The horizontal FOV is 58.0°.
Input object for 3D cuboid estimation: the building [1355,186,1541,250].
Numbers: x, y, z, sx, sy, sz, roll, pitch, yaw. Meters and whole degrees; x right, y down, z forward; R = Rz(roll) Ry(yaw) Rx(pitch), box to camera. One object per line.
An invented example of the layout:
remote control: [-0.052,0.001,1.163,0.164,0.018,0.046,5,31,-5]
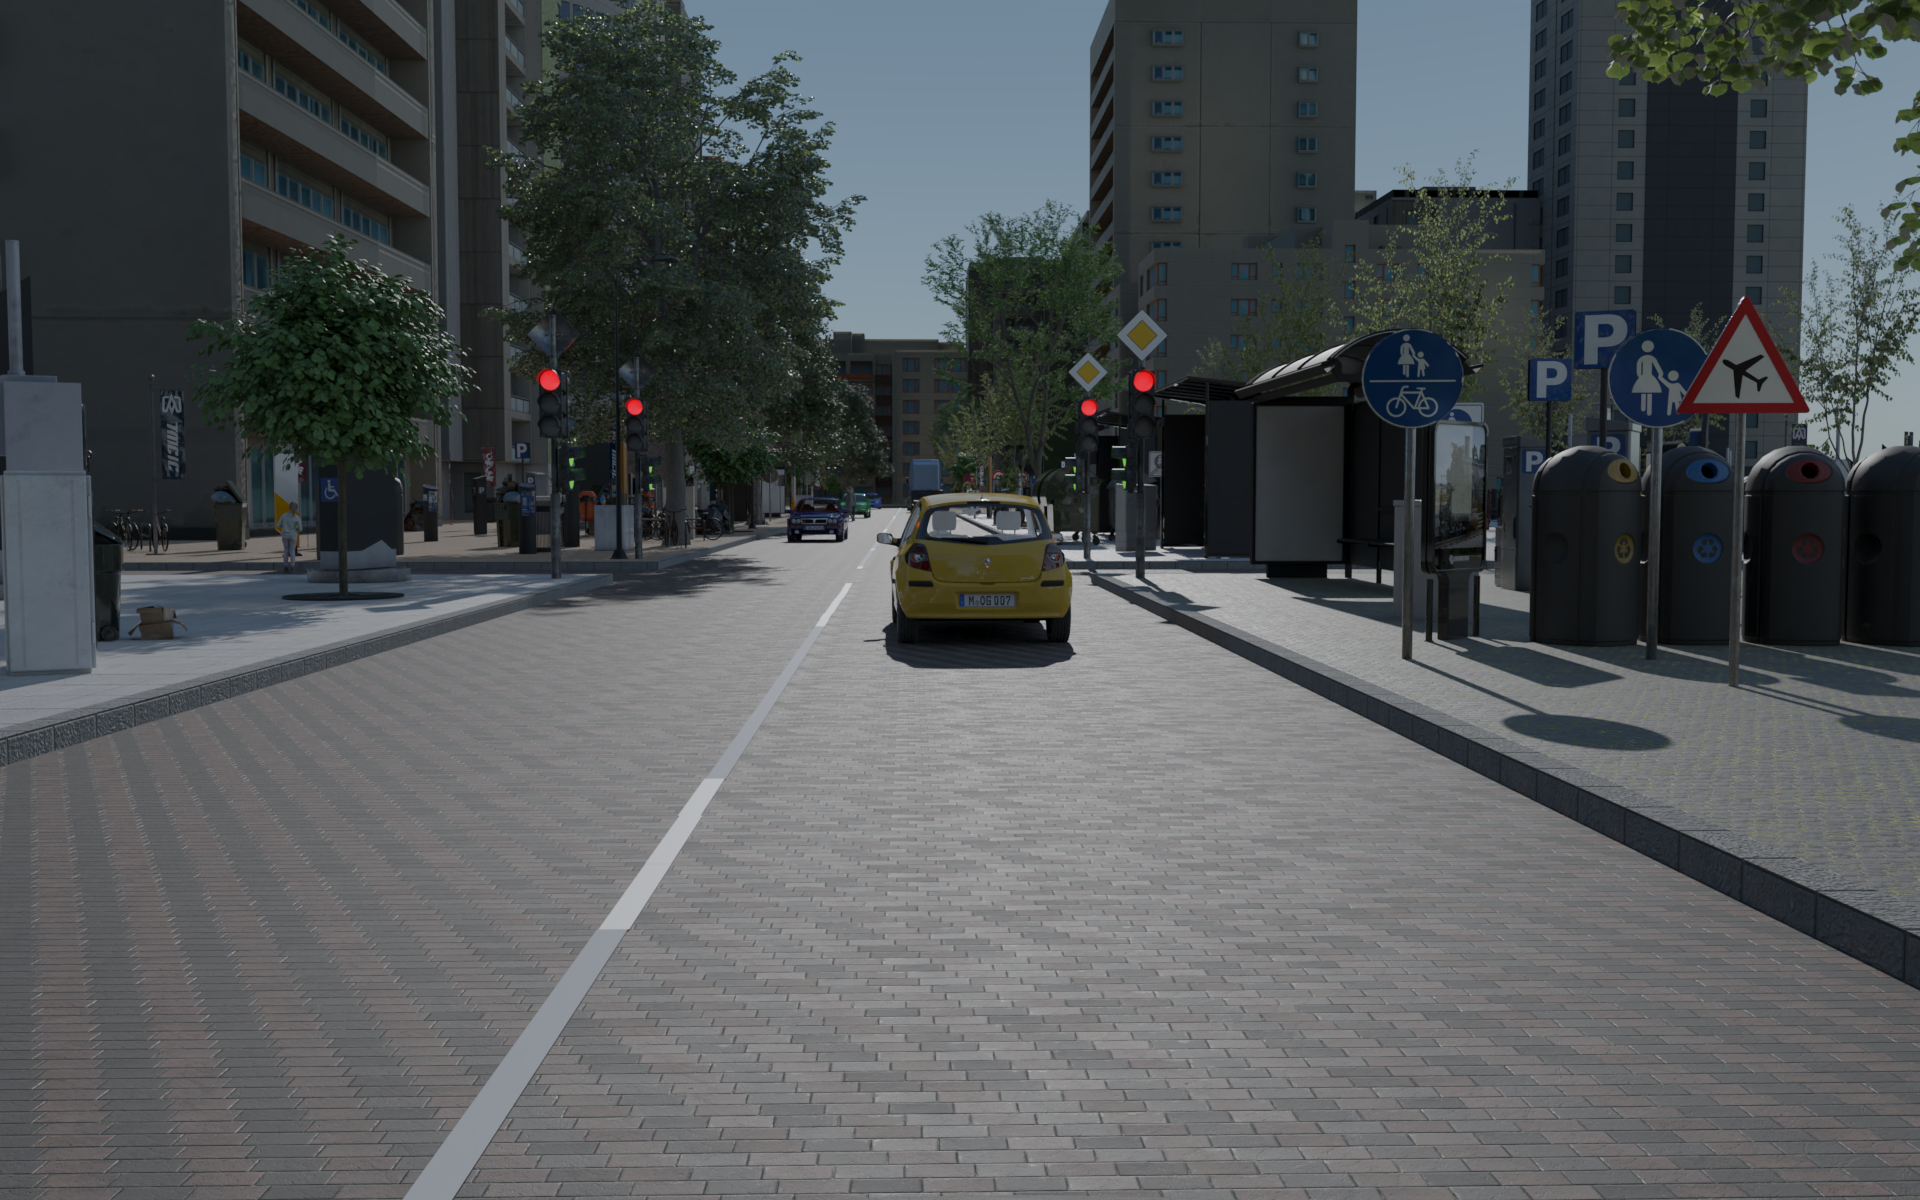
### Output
building: [46.288,-24.153,166.603,14.107,30.474,14.160,0,4,-2]

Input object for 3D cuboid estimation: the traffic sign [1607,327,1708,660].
traffic sign: [5.363,-0.810,13.356,0.768,2.556,0.104,0,4,8]

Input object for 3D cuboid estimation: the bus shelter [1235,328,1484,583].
bus shelter: [5.312,-1.838,23.977,2.014,3.302,5.546,0,4,-2]

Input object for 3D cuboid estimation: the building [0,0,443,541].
building: [-30.912,-26.475,56.575,21.300,48.544,21.600,0,4,-2]

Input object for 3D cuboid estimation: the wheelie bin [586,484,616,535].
wheelie bin: [-11.238,-2.816,53.951,0.980,1.594,0.693,3,5,42]

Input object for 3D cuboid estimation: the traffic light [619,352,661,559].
traffic light: [-6.341,-2.767,34.165,0.839,4.253,0.868,0,4,-2]

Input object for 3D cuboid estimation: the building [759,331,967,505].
building: [-13.947,-22.991,220.937,28.899,21.520,27.650,0,4,-2]

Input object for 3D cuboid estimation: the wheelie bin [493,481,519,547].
wheelie bin: [-10.924,-2.096,42.170,0.980,1.594,0.693,3,5,42]

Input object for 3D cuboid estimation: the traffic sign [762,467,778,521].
traffic sign: [-8.887,-4.952,81.068,0.768,2.556,0.104,0,4,2]

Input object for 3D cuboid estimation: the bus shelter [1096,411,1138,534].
bus shelter: [4.912,-3.723,52.146,1.731,3.624,6.357,0,4,-2]

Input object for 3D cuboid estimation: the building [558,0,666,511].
building: [-33.306,-35.495,122.343,21.231,58.520,28.212,0,4,-2]

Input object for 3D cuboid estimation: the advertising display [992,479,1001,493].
advertising display: [1.549,-4.153,73.119,0.123,1.923,0.974,-1,4,-15]

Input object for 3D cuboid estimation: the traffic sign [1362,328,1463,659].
traffic sign: [3.481,-0.814,13.410,0.768,2.556,0.104,0,4,5]

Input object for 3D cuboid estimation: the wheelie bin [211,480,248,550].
wheelie bin: [-16.740,-1.944,39.692,0.693,1.594,0.980,-1,4,-13]

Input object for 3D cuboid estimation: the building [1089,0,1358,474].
building: [23.703,-32.861,160.985,21.300,48.544,21.600,0,4,-2]

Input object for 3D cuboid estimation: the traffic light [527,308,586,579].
traffic light: [-6.112,-2.279,26.184,0.839,4.253,0.868,0,4,-2]

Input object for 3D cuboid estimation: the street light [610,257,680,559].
street light: [-6.192,-3.763,34.061,1.470,5.913,1.316,0,4,-2]

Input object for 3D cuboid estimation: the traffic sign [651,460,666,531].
traffic sign: [-10.707,-3.720,60.930,0.768,2.556,0.104,0,4,5]

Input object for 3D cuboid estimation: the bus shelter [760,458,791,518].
bus shelter: [-10.372,-6.307,97.045,2.014,3.302,5.546,0,4,-1]

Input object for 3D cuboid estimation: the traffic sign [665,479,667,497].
traffic sign: [-10.841,-3.916,64.127,0.768,2.556,0.104,0,4,1]

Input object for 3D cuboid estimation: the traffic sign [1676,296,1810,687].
traffic sign: [5.161,-0.702,11.484,0.884,2.594,0.081,0,4,-1]

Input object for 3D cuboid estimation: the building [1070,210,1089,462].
building: [26.593,-32.518,223.552,23.993,40.220,32.217,0,4,-2]

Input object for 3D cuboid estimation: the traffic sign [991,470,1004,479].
traffic sign: [2.074,-5.679,92.963,0.768,2.556,0.104,0,4,4]

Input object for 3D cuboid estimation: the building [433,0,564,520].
building: [-28.493,-24.705,87.529,14.154,41.232,14.086,0,4,-2]

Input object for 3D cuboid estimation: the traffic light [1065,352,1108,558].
traffic light: [2.516,-2.784,34.434,0.839,4.253,0.868,0,4,-2]

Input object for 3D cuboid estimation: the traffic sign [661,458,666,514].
traffic sign: [-10.565,-3.752,61.454,0.768,2.556,0.104,0,4,7]

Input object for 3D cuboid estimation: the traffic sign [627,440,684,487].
traffic sign: [-11.495,-4.349,64.982,2.265,3.308,0.079,0,4,3]

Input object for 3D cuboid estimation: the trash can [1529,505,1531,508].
trash can: [31.018,-5.037,94.000,0.748,1.137,0.748,0,3,0]

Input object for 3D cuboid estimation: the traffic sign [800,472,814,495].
traffic sign: [-8.499,-5.865,96.001,0.768,2.556,0.104,0,4,2]

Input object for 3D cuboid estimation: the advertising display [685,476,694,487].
advertising display: [-10.055,-3.496,62.376,0.974,1.923,0.123,-2,4,-31]

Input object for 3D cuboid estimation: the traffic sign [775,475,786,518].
traffic sign: [-9.478,-5.455,91.322,0.606,2.300,0.079,0,4,6]

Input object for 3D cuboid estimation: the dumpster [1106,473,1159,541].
dumpster: [4.675,-2.508,46.758,1.264,1.857,1.865,0,4,-2]

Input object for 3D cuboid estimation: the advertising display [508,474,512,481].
advertising display: [-14.359,-3.066,55.340,0.123,1.923,0.974,-1,4,-15]

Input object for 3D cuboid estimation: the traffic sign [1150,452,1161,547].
traffic sign: [4.826,-2.408,41.506,0.606,2.300,0.079,0,4,3]

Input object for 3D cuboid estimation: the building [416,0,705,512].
building: [-35.389,-32.736,158.938,21.600,48.544,21.300,0,4,-2]

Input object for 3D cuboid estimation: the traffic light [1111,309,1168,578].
traffic light: [2.745,-2.296,26.453,0.839,4.253,0.868,0,4,-2]

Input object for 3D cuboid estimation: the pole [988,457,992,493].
pole: [1.633,-6.153,94.443,0.158,3.312,0.155,0,3,0]

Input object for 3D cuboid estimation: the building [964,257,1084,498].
building: [7.757,-27.049,213.953,14.107,30.474,14.160,0,4,-2]

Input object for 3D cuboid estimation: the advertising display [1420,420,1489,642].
advertising display: [4.375,-0.618,15.321,0.123,1.923,0.974,3,5,44]

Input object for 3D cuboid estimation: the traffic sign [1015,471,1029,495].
traffic sign: [3.416,-5.838,95.559,0.768,2.556,0.104,0,4,6]

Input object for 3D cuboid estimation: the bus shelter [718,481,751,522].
bus shelter: [-10.252,-5.530,81.698,1.731,3.624,6.357,0,4,-2]

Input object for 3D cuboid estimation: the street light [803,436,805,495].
street light: [-7.913,-7.407,93.647,1.470,5.913,1.316,0,4,-2]

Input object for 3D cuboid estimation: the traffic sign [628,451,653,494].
traffic sign: [-9.289,-3.073,50.352,0.768,2.556,0.104,0,4,5]

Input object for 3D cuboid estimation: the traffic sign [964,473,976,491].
traffic sign: [0.604,-6.432,105.273,0.768,2.556,0.104,0,4,3]

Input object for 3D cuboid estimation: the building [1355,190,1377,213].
building: [50.750,-32.562,224.269,23.993,40.220,32.217,0,4,-2]

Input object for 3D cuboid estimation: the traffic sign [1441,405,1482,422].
traffic sign: [5.559,-1.062,19.497,0.606,2.300,0.079,0,4,4]

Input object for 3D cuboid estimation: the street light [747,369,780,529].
street light: [-7.164,-5.600,64.097,1.470,5.913,1.316,0,4,-2]

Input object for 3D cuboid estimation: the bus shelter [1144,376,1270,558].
bus shelter: [5.303,-2.831,37.567,1.731,3.624,6.357,0,4,-2]

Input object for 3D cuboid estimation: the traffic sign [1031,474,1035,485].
traffic sign: [4.864,-6.724,110.043,0.768,2.556,0.104,0,4,4]

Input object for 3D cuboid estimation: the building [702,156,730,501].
building: [-43.232,-34.388,216.863,28.867,44.769,22.147,0,4,-2]

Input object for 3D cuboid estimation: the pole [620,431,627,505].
pole: [-10.810,-3.782,55.675,0.158,3.312,0.155,0,3,0]

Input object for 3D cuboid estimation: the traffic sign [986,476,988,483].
traffic sign: [2.015,-6.638,108.634,0.768,2.556,0.104,0,4,5]

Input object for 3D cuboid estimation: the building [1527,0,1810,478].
building: [63.764,-44.237,161.531,20.611,71.187,20.563,0,4,-2]

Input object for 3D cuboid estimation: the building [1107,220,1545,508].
building: [27.047,-17.837,136.682,27.650,21.520,28.899,0,4,-2]
